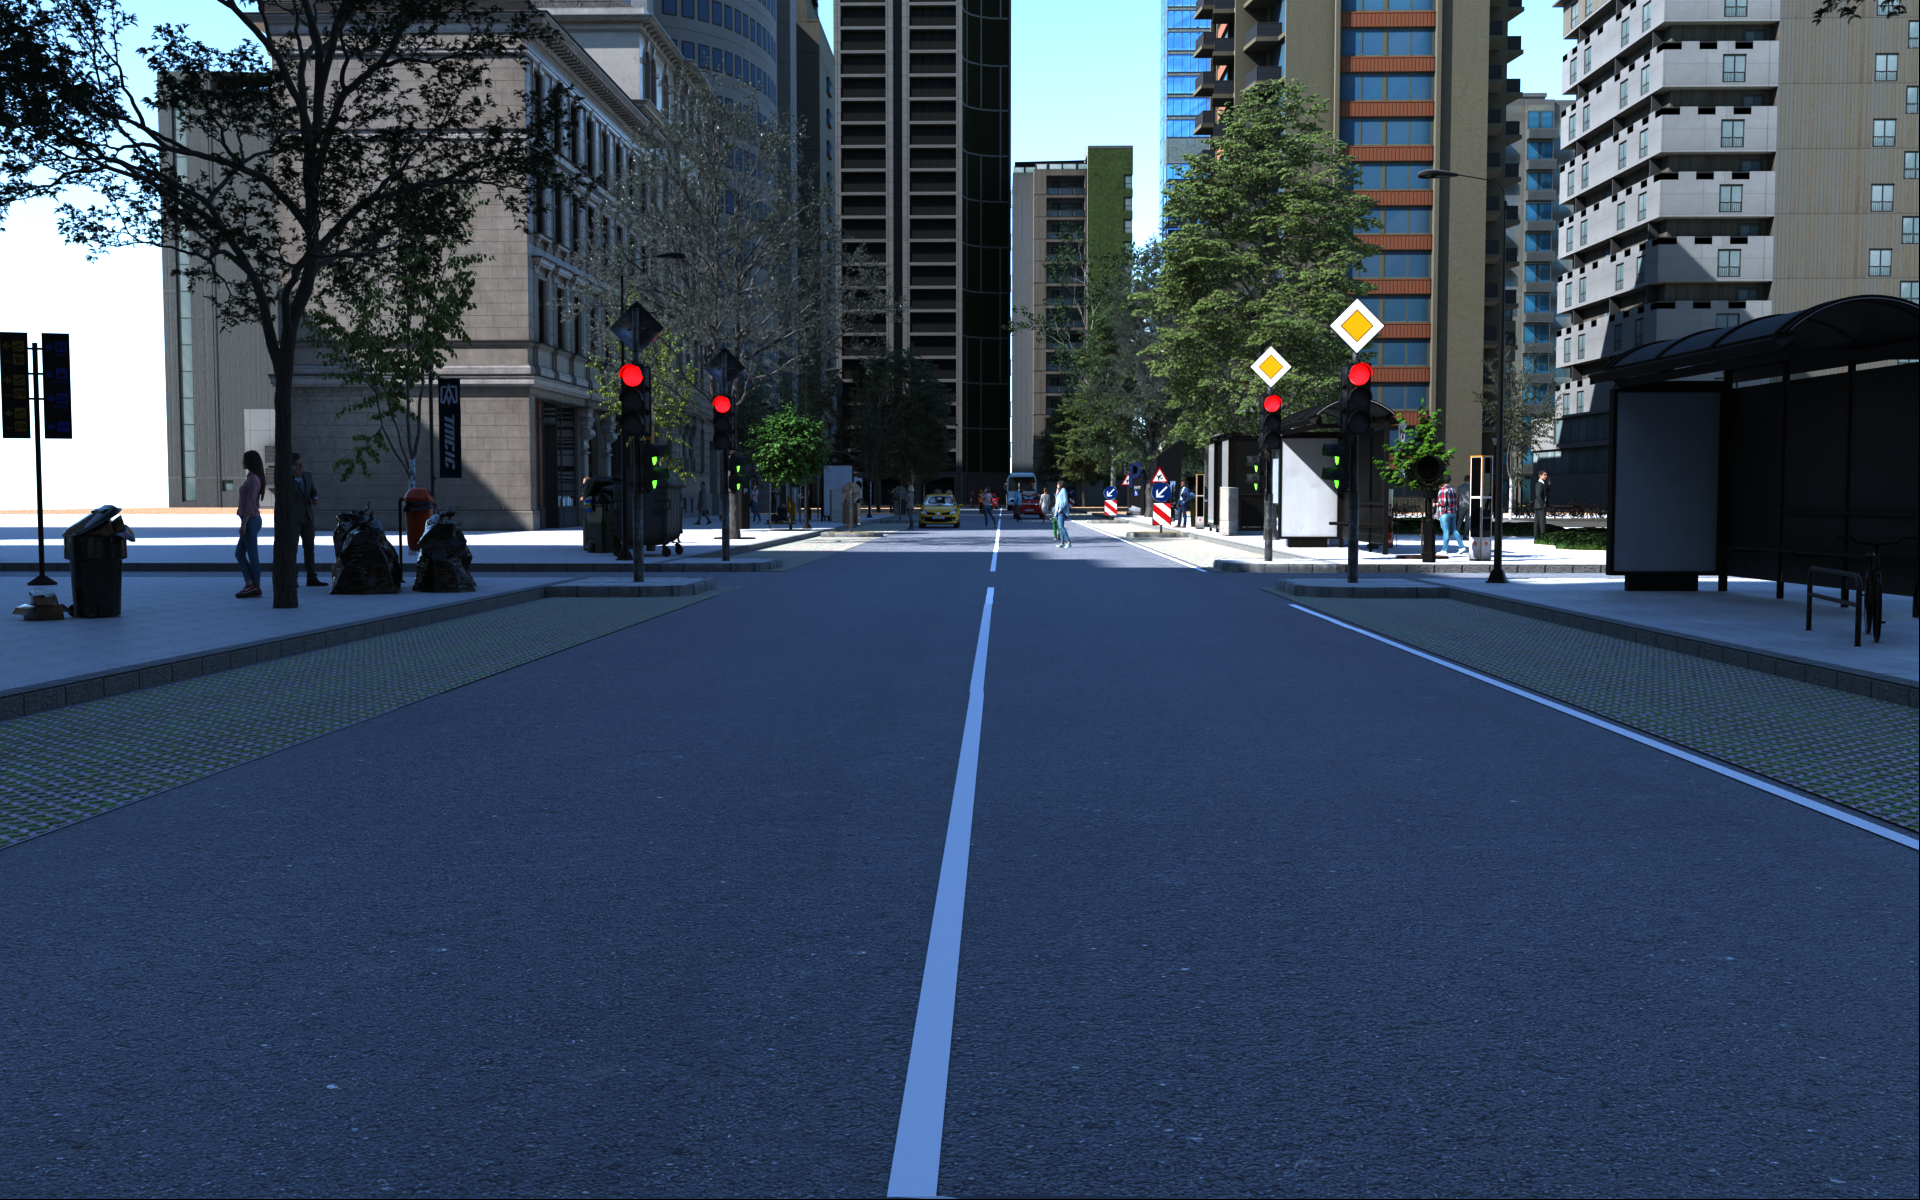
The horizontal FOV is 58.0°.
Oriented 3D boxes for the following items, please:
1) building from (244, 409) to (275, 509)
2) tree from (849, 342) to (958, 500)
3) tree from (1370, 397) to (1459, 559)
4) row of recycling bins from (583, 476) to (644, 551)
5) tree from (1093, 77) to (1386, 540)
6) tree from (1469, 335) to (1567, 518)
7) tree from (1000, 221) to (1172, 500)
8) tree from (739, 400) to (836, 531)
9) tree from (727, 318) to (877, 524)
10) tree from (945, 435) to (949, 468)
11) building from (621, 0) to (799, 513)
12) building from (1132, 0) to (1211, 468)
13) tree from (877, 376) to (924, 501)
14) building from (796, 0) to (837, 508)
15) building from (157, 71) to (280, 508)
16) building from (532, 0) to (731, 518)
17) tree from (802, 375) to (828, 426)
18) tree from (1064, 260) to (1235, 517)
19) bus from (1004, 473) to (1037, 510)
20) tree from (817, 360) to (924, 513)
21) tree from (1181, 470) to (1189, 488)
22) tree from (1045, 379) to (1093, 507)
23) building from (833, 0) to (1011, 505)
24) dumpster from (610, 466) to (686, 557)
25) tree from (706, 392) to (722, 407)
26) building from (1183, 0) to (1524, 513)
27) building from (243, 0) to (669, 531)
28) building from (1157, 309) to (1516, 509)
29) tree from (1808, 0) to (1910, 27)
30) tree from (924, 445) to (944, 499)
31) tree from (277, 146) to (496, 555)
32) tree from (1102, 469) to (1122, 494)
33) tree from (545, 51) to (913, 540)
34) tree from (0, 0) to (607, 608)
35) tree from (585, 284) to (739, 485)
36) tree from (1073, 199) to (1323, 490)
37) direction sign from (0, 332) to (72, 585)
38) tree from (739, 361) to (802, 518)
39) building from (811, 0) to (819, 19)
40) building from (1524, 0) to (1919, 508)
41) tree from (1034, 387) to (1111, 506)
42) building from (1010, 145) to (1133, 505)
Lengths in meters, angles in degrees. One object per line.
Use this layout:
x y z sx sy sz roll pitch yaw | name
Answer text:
-48.052 -35.079 162.773 27.495 52.752 28.713 0 4 1 | building
-4.773 -14.507 143.839 9.857 13.997 8.962 0 3 0 | tree
9.283 -2.450 34.655 1.663 3.219 1.824 0 3 0 | tree
-8.076 -2.052 40.669 1.069 1.692 3.534 0 4 1 | row of recycling bins
8.330 -7.947 48.064 7.486 12.596 7.792 0 3 0 | tree
26.005 -7.977 80.793 4.360 8.622 3.978 0 3 0 | tree
9.651 -16.205 120.834 12.611 20.169 13.585 0 3 0 | tree
-6.057 -4.724 60.946 4.285 4.588 4.351 0 3 0 | tree
-6.326 -7.269 69.213 4.360 8.622 3.978 0 3 0 | tree
-3.295 -13.316 168.082 4.360 8.622 3.978 0 3 0 | tree
-23.615 -35.474 121.992 21.231 58.520 28.212 0 4 1 | building
35.945 -54.759 207.974 31.000 86.520 22.319 0 4 1 | building
-5.289 -9.439 104.683 4.360 8.622 3.978 0 3 0 | tree
-23.359 -33.134 165.450 21.600 48.544 21.300 0 4 1 | building
-68.652 -29.813 171.029 14.086 41.232 14.154 0 4 1 | building
-20.838 -18.676 92.747 14.401 28.519 23.554 0 4 1 | building
-10.179 -9.570 106.827 4.737 8.622 4.395 0 3 0 | tree
10.645 -11.551 95.522 9.857 13.997 8.962 0 3 0 | tree
5.448 -9.810 155.246 2.948 3.499 13.247 0 4 1 | bus
-5.857 -11.228 117.994 7.601 10.594 8.767 1 4 17 | tree
13.161 -6.839 106.419 1.663 3.219 1.824 0 3 0 | tree
12.228 -15.462 170.935 7.486 12.596 7.792 0 3 0 | tree
-4.153 -47.162 209.351 20.611 71.187 20.563 0 4 1 | building
-6.493 -1.853 36.056 1.264 1.857 1.865 0 4 2 | dumpster
-10.525 -8.355 86.972 4.360 8.622 3.978 0 3 0 | tree
29.396 -29.194 131.938 22.147 44.769 28.867 0 4 1 | building
-19.217 -12.848 60.975 10.553 20.767 40.483 0 4 1 | building
33.492 -19.348 161.384 27.650 21.520 28.899 0 4 1 | building
8.071 -4.595 9.549 7.601 10.594 8.767 -3 5 -40 | tree
-4.514 -12.687 157.793 4.360 8.622 3.978 0 3 0 | tree
-11.671 -5.246 36.138 4.737 8.622 4.395 0 3 0 | tree
11.531 -8.612 135.405 1.663 3.219 1.824 0 3 0 | tree
-6.591 -8.483 49.059 12.009 13.543 11.850 0 3 0 | tree
-7.683 -5.167 18.900 8.767 10.594 7.601 0 4 6 | tree
-10.485 -6.619 58.584 4.737 8.622 4.395 0 3 0 | tree
10.210 -9.819 70.909 12.009 13.543 11.850 0 3 0 | tree
-12.979 -1.981 24.392 0.876 3.537 0.379 -1 4 -17 | direction sign
-11.380 -8.755 93.513 4.737 8.622 4.395 0 3 0 | tree
-29.966 -54.872 209.827 31.000 86.520 22.319 0 4 1 | building
70.154 -34.867 159.308 27.495 52.752 28.713 0 4 1 | building
12.233 -16.340 184.165 9.611 12.733 9.660 0 3 0 | tree
13.101 -31.968 206.276 14.086 41.232 14.154 0 4 1 | building
